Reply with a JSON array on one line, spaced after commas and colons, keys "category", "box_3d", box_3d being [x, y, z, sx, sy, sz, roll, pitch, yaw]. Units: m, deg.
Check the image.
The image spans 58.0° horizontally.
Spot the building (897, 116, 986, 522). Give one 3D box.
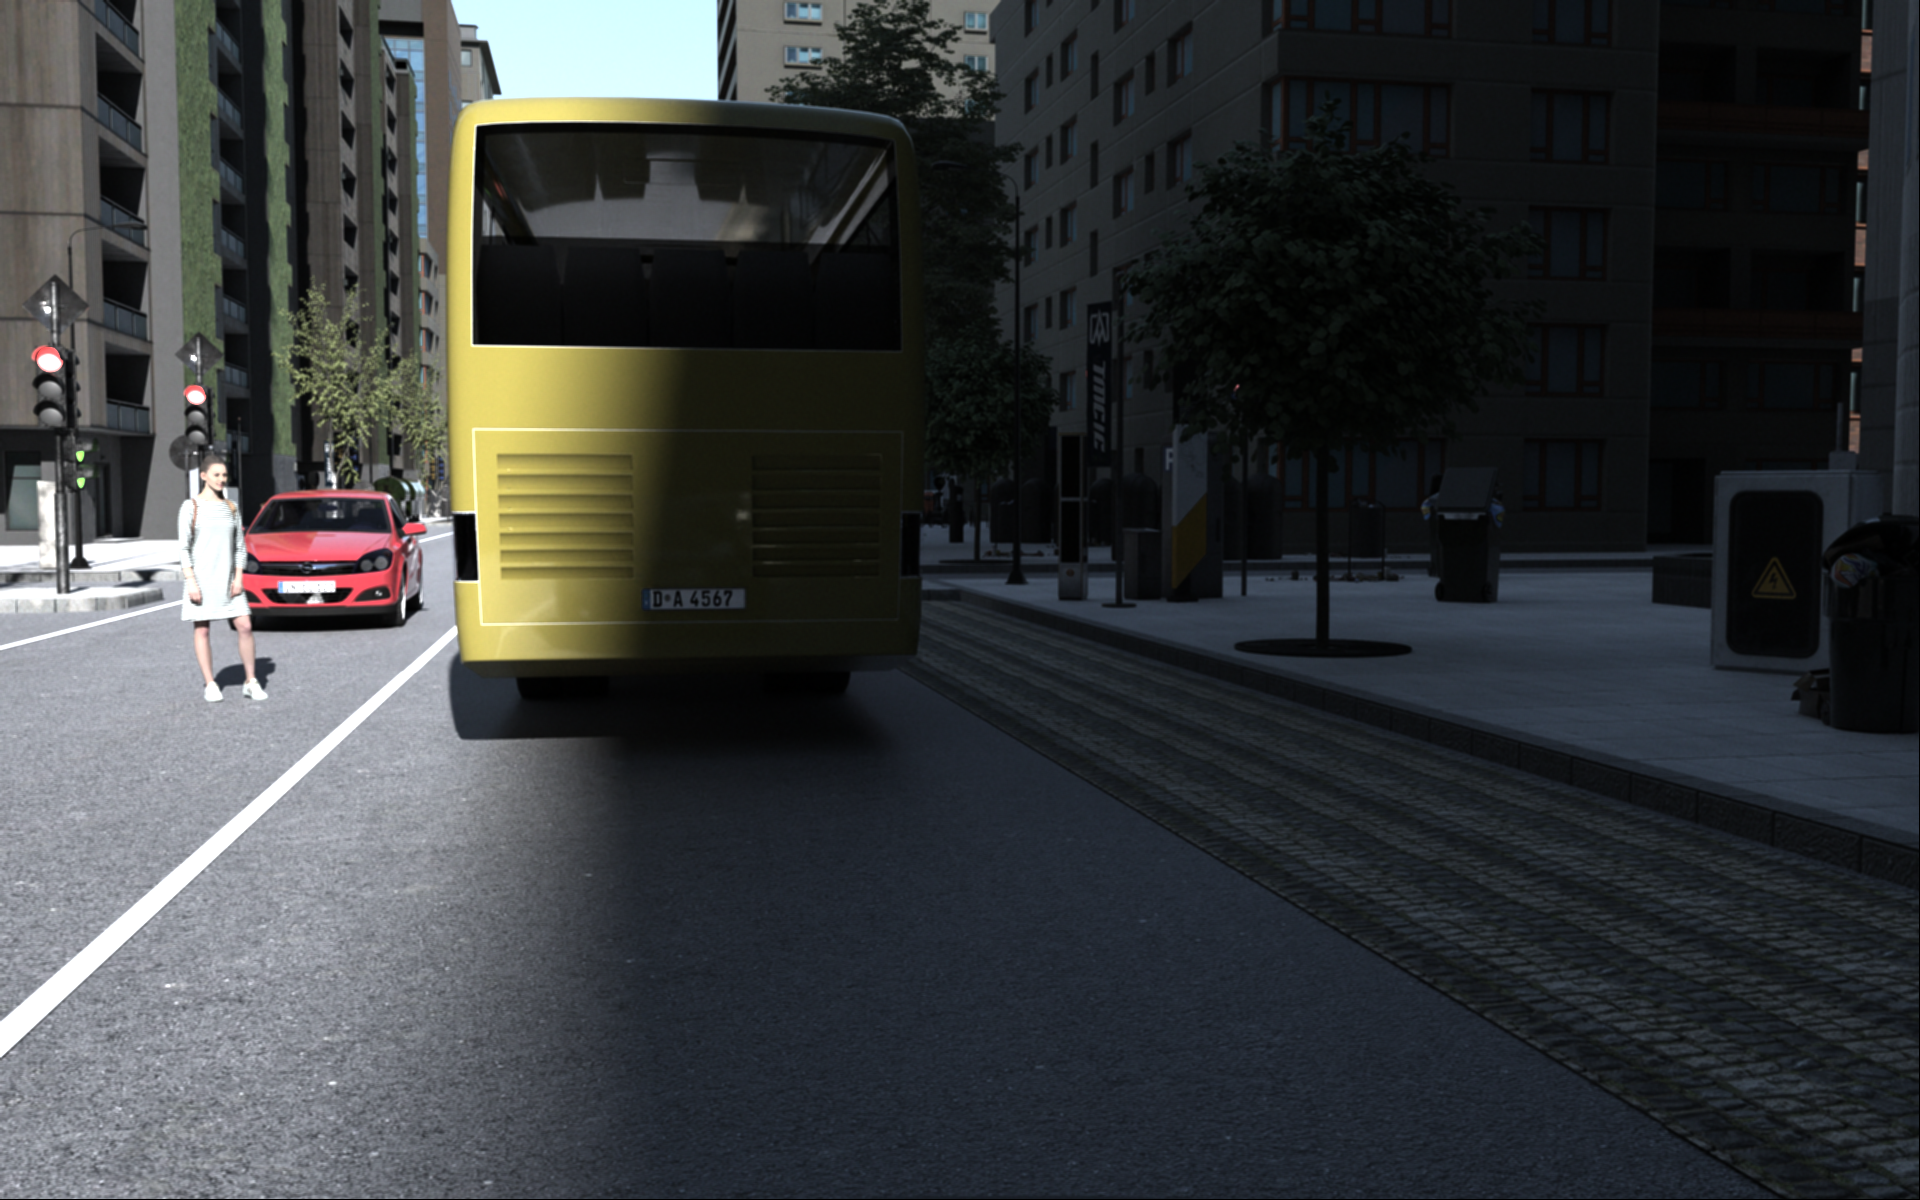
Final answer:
[{"category": "building", "box_3d": [4.672, -15.339, 95.832, 27.650, 21.520, 28.899, -1, 4, -12]}]

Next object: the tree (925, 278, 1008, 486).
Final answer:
[{"category": "tree", "box_3d": [-0.039, -6.557, 57.562, 4.737, 8.622, 4.395, 0, 3, 0]}]

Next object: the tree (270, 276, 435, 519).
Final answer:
[{"category": "tree", "box_3d": [-21.277, -6.671, 59.427, 4.737, 8.622, 4.395, 0, 3, 0]}]

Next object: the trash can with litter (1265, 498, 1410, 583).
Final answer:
[{"category": "trash can with litter", "box_3d": [5.649, -0.904, 25.830, 2.233, 1.210, 1.678, 0, 4, 1]}]

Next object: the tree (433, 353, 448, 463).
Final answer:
[{"category": "tree", "box_3d": [-27.393, -8.442, 88.385, 4.737, 8.622, 4.395, 0, 3, 0]}]

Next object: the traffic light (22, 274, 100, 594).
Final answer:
[{"category": "traffic light", "box_3d": [-11.538, -2.036, 22.209, 0.839, 4.253, 0.868, -1, 4, -12]}]

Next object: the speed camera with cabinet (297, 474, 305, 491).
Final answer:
[{"category": "speed camera with cabinet", "box_3d": [-30.572, -5.177, 78.977, 0.660, 3.252, 2.038, 0, 4, 3]}]

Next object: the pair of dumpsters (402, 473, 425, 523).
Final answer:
[{"category": "pair of dumpsters", "box_3d": [-25.066, -4.610, 77.864, 1.574, 2.255, 4.437, -1, 4, -12]}]

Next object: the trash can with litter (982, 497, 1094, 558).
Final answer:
[{"category": "trash can with litter", "box_3d": [1.393, -1.516, 35.839, 2.233, 1.210, 1.678, -1, 4, -14]}]

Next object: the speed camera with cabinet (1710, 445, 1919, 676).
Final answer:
[{"category": "speed camera with cabinet", "box_3d": [6.365, -1.082, 12.019, 0.660, 3.252, 2.038, -3, 5, -43]}]

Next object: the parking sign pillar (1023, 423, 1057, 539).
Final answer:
[{"category": "parking sign pillar", "box_3d": [2.299, -3.766, 50.039, 1.447, 3.967, 1.447, -2, 4, -27]}]

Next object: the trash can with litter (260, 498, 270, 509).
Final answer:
[{"category": "trash can with litter", "box_3d": [-20.369, -2.413, 50.844, 0.624, 1.170, 1.055, -3, 5, -43]}]

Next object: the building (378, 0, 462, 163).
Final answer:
[{"category": "building", "box_3d": [-50.653, -30.581, 150.112, 14.600, 45.320, 14.200, -1, 4, -12]}]

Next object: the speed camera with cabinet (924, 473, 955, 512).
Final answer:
[{"category": "speed camera with cabinet", "box_3d": [-0.961, -5.043, 76.796, 0.660, 3.252, 2.038, 2, 4, 32]}]

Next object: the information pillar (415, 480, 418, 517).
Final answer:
[{"category": "information pillar", "box_3d": [-29.236, -5.421, 93.123, 0.304, 2.012, 0.304, 1, 4, 18]}]

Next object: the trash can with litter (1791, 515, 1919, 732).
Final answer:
[{"category": "trash can with litter", "box_3d": [4.960, 0.106, 9.661, 0.624, 1.170, 1.055, 0, 4, 2]}]

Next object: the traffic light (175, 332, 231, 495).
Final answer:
[{"category": "traffic light", "box_3d": [-13.138, -2.514, 30.032, 0.839, 4.253, 0.868, -1, 4, -12]}]

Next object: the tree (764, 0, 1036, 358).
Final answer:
[{"category": "tree", "box_3d": [-1.811, -7.448, 39.902, 7.486, 12.596, 7.792, 0, 3, 0]}]

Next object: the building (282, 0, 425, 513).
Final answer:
[{"category": "building", "box_3d": [-41.839, -20.599, 108.503, 14.160, 30.474, 14.107, -1, 4, -12]}]

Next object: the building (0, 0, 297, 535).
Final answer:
[{"category": "building", "box_3d": [-33.926, -23.327, 64.994, 14.154, 41.232, 14.086, -1, 4, -12]}]

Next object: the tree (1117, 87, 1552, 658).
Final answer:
[{"category": "tree", "box_3d": [2.955, -1.866, 14.231, 4.285, 4.588, 4.351, 0, 3, 0]}]

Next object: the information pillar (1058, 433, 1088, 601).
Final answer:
[{"category": "information pillar", "box_3d": [1.371, -1.006, 20.940, 0.304, 2.012, 0.304, 1, 4, 18]}]

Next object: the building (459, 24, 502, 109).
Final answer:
[{"category": "building", "box_3d": [-67.393, -37.210, 197.628, 28.713, 52.752, 27.495, -1, 4, -12]}]

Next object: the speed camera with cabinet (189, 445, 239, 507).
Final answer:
[{"category": "speed camera with cabinet", "box_3d": [-18.043, -2.905, 41.836, 0.660, 3.252, 2.038, 0, 4, -5]}]

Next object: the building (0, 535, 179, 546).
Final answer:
[{"category": "building", "box_3d": [-27.915, -22.026, 43.719, 14.154, 41.232, 14.086, -1, 4, -12]}]

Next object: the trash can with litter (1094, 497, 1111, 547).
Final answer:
[{"category": "trash can with litter", "box_3d": [2.853, -1.911, 42.294, 2.233, 1.210, 1.678, -3, 4, -38]}]

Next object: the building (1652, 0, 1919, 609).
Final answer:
[{"category": "building", "box_3d": [19.804, -28.612, 9.813, 21.231, 58.520, 28.212, -1, 4, -12]}]

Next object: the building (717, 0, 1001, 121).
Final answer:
[{"category": "building", "box_3d": [-6.971, -31.073, 131.747, 21.300, 48.544, 21.600, -1, 4, -12]}]

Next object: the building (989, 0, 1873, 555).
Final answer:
[{"category": "building", "box_3d": [17.983, -12.673, 52.240, 28.899, 21.520, 27.650, -1, 4, -12]}]

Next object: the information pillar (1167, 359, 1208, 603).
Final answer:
[{"category": "information pillar", "box_3d": [2.721, -1.787, 20.575, 0.504, 3.616, 0.183, -2, 4, -33]}]

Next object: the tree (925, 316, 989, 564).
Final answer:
[{"category": "tree", "box_3d": [0.259, -2.964, 32.168, 4.285, 4.588, 4.351, 0, 3, 0]}]

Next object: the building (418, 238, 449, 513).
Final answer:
[{"category": "building", "box_3d": [-52.396, -17.339, 128.531, 27.650, 21.520, 28.899, -1, 4, -12]}]
